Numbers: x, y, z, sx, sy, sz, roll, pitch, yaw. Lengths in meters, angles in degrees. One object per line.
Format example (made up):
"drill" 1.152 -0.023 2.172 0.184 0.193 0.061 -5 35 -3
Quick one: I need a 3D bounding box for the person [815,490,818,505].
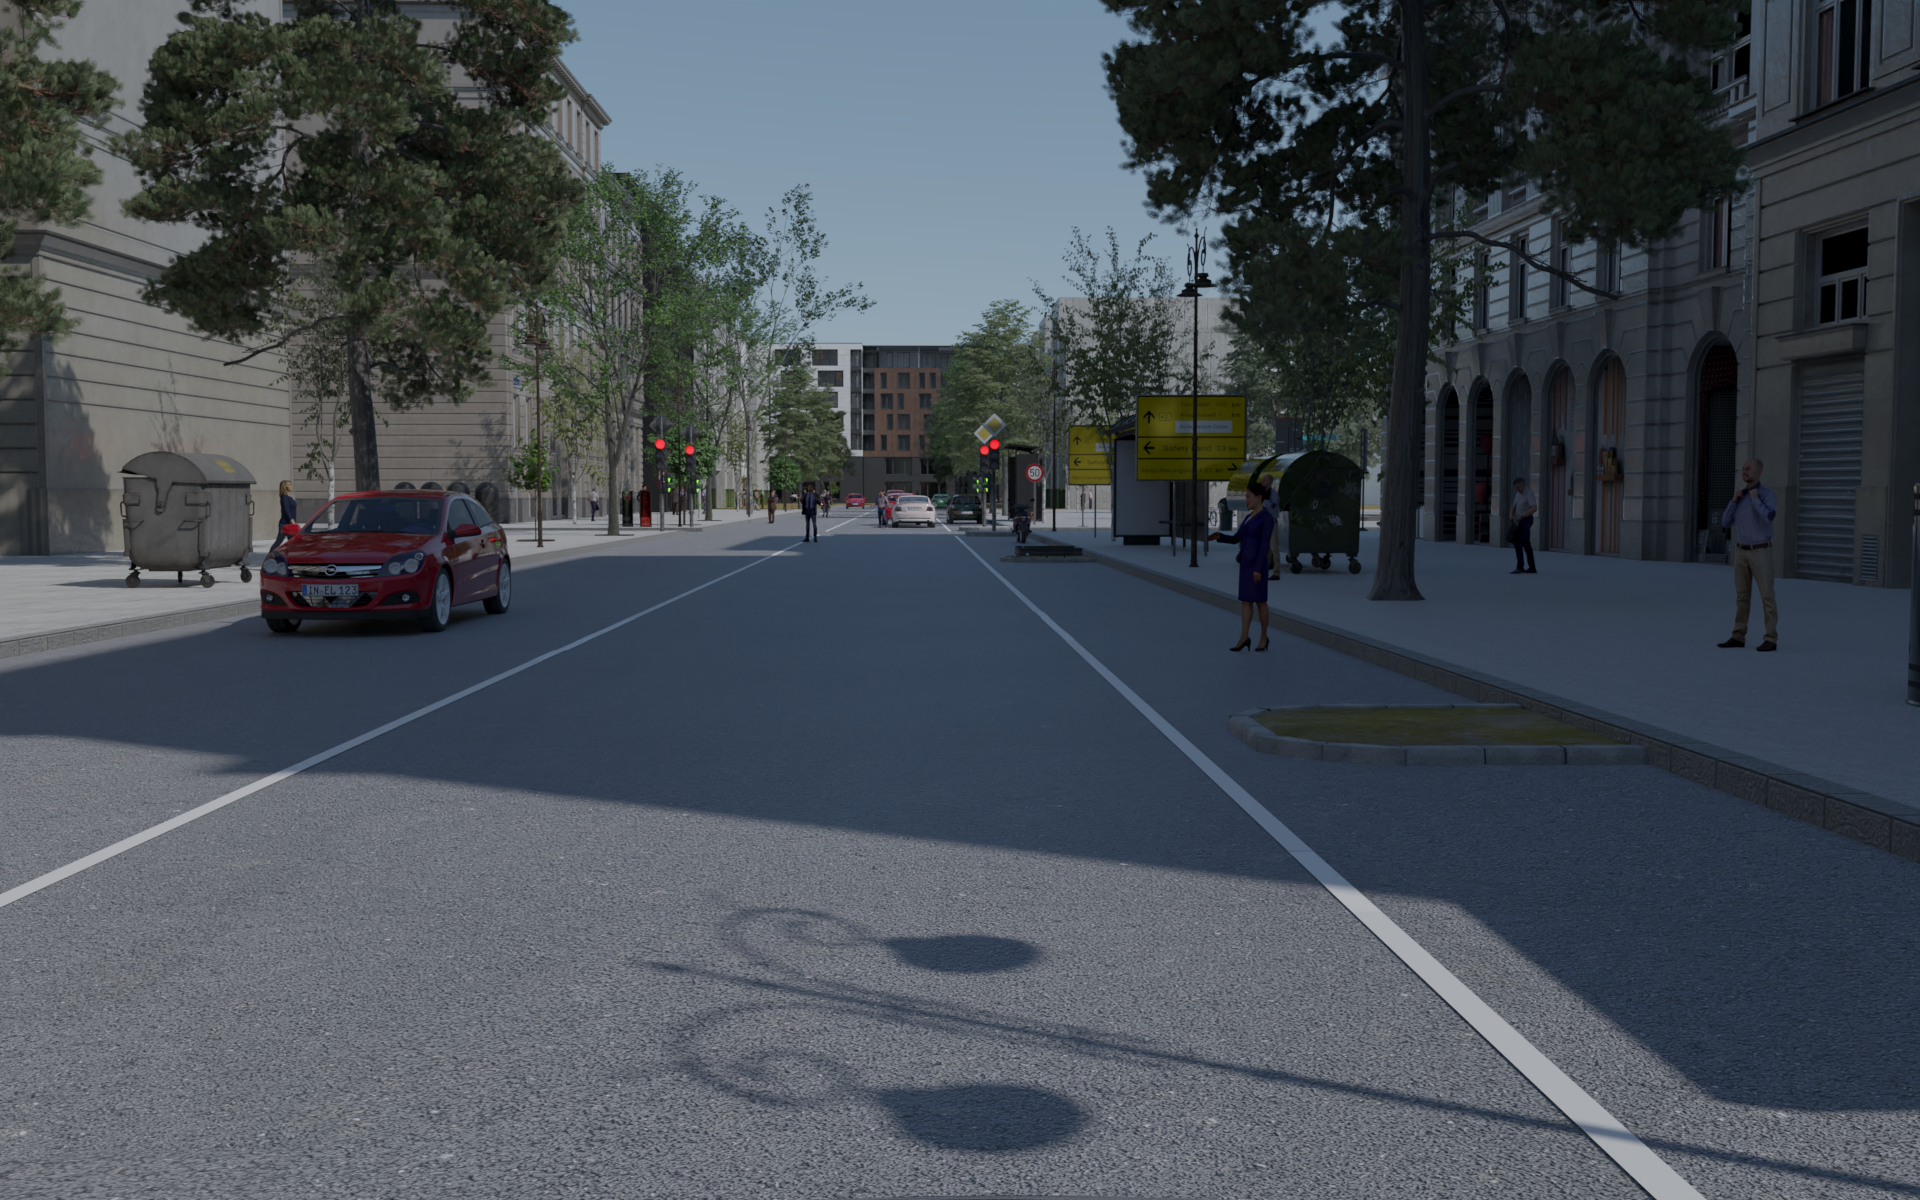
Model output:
"person" -17.342 -12.445 210.230 0.721 1.735 1.217 -3 5 -41

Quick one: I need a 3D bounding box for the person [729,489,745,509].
"person" -18.545 -8.451 144.230 1.348 1.823 0.705 -2 4 -25

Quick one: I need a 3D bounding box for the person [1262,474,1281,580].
"person" 4.599 -1.087 25.877 0.319 1.574 0.516 -1 4 -16

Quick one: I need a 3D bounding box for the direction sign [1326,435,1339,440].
"direction sign" 13.719 -4.919 69.189 2.525 3.948 1.411 2 4 24

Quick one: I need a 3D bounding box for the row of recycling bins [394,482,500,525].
"row of recycling bins" -17.242 -3.121 58.144 3.534 1.692 1.069 0 4 -3

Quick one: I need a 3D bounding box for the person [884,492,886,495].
"person" -7.885 -10.554 181.512 0.683 1.767 0.568 1 4 14

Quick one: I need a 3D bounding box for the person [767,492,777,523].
"person" -9.149 -4.499 84.329 0.482 1.546 0.388 1 4 21

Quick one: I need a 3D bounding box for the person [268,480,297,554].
"person" -11.306 -1.242 28.892 0.613 1.512 0.480 -2 4 -27

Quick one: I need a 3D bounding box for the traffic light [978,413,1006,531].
"traffic light" 1.158 -4.306 59.650 0.839 4.213 0.868 0 4 -2

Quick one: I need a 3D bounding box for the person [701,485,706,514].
"person" -16.386 -6.464 111.589 0.709 1.838 0.599 -2 4 -30

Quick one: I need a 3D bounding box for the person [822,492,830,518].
"person" -8.133 -5.763 104.934 0.471 1.553 0.569 -1 4 -9

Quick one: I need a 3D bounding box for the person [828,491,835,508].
"person" -11.533 -8.699 151.549 1.217 1.723 0.721 1 4 19

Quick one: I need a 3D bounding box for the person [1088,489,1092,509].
"person" 10.928 -8.406 144.417 0.436 1.711 0.756 1 4 14

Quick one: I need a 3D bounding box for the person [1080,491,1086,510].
"person" 9.620 -7.770 135.356 0.482 1.546 0.388 3 5 44

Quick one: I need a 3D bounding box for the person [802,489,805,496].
"person" -13.765 -8.997 153.972 0.721 1.723 1.217 -2 4 -30

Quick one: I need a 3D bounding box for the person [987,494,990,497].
"person" 3.495 -11.522 194.956 1.217 1.766 0.721 3 5 43

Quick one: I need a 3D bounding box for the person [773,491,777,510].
"person" -13.849 -7.368 128.720 0.569 1.553 0.471 0 4 -7

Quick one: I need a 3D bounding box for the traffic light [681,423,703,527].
"traffic light" -10.429 -4.773 67.287 0.839 4.213 0.868 0 4 -2

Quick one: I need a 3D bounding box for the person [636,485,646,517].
"person" -15.116 -4.656 82.868 0.504 1.737 0.576 3 5 42

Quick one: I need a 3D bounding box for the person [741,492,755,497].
"person" -18.423 -8.836 150.654 1.348 1.807 0.705 0 4 4

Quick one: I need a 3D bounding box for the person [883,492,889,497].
"person" -6.039 -7.914 138.694 0.742 1.727 0.445 -1 4 -19

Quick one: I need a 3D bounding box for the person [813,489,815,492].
"person" -8.888 -5.812 104.447 0.530 1.710 0.541 1 4 12

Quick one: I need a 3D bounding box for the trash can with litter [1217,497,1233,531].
"trash can with litter" 9.223 -3.011 60.614 0.624 1.170 1.055 0 4 -2

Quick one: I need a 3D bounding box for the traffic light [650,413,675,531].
"traffic light" -10.198 -4.285 59.306 0.839 4.213 0.868 0 4 -2

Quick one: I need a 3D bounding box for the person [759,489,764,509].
"person" -17.592 -8.965 153.356 0.721 1.736 1.217 1 4 12

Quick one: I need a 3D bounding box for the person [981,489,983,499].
"person" 2.072 -9.525 162.229 0.568 1.767 0.683 -1 4 -15

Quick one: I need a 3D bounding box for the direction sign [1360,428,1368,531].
"direction sign" 13.985 -4.161 60.037 0.379 3.537 0.876 2 4 26

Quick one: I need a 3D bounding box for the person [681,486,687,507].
"person" -19.906 -7.220 123.964 0.709 1.838 0.599 0 4 5

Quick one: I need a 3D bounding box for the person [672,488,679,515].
"person" -17.219 -6.028 105.284 0.565 1.739 0.600 0 4 -4

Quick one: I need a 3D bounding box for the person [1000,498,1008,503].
"person" 3.036 -6.554 115.159 0.435 1.587 0.963 2 4 26

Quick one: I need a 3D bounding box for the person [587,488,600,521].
"person" -17.225 -4.467 81.289 0.614 1.554 0.590 2 4 24

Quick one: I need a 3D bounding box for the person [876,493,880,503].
"person" -5.587 -6.786 122.151 0.574 1.496 0.600 2 4 26

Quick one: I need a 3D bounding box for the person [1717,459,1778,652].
"person" 6.528 -0.378 14.279 0.319 1.574 0.516 -1 4 -18

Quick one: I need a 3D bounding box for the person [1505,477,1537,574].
"person" 9.077 -1.200 27.882 0.590 1.554 0.614 -1 4 -10

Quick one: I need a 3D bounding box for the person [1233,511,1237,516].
"person" 15.865 -5.660 99.250 0.621 1.740 0.551 1 4 17

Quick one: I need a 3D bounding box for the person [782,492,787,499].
"person" -16.089 -9.352 158.967 0.705 1.821 1.348 0 4 3

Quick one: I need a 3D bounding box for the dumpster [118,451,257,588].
"dumpster" -10.794 -1.131 24.243 1.264 1.857 1.865 0 4 -2

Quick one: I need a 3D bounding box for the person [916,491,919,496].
"person" -5.088 -12.034 205.390 0.705 1.807 1.348 0 4 0

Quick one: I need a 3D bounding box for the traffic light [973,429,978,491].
"traffic light" 0.927 -4.794 67.632 0.839 4.213 0.868 0 4 -2

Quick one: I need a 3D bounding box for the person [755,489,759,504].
"person" -18.613 -9.329 159.289 0.721 1.736 1.217 0 4 6

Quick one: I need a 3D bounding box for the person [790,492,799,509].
"person" -14.023 -8.404 146.631 0.628 1.438 0.799 1 4 12

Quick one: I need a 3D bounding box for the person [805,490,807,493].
"person" -17.166 -11.270 190.762 0.683 1.767 0.568 -2 4 -28

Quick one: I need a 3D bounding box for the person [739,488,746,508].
"person" -20.103 -9.482 161.073 1.348 1.824 0.705 -2 4 -29
